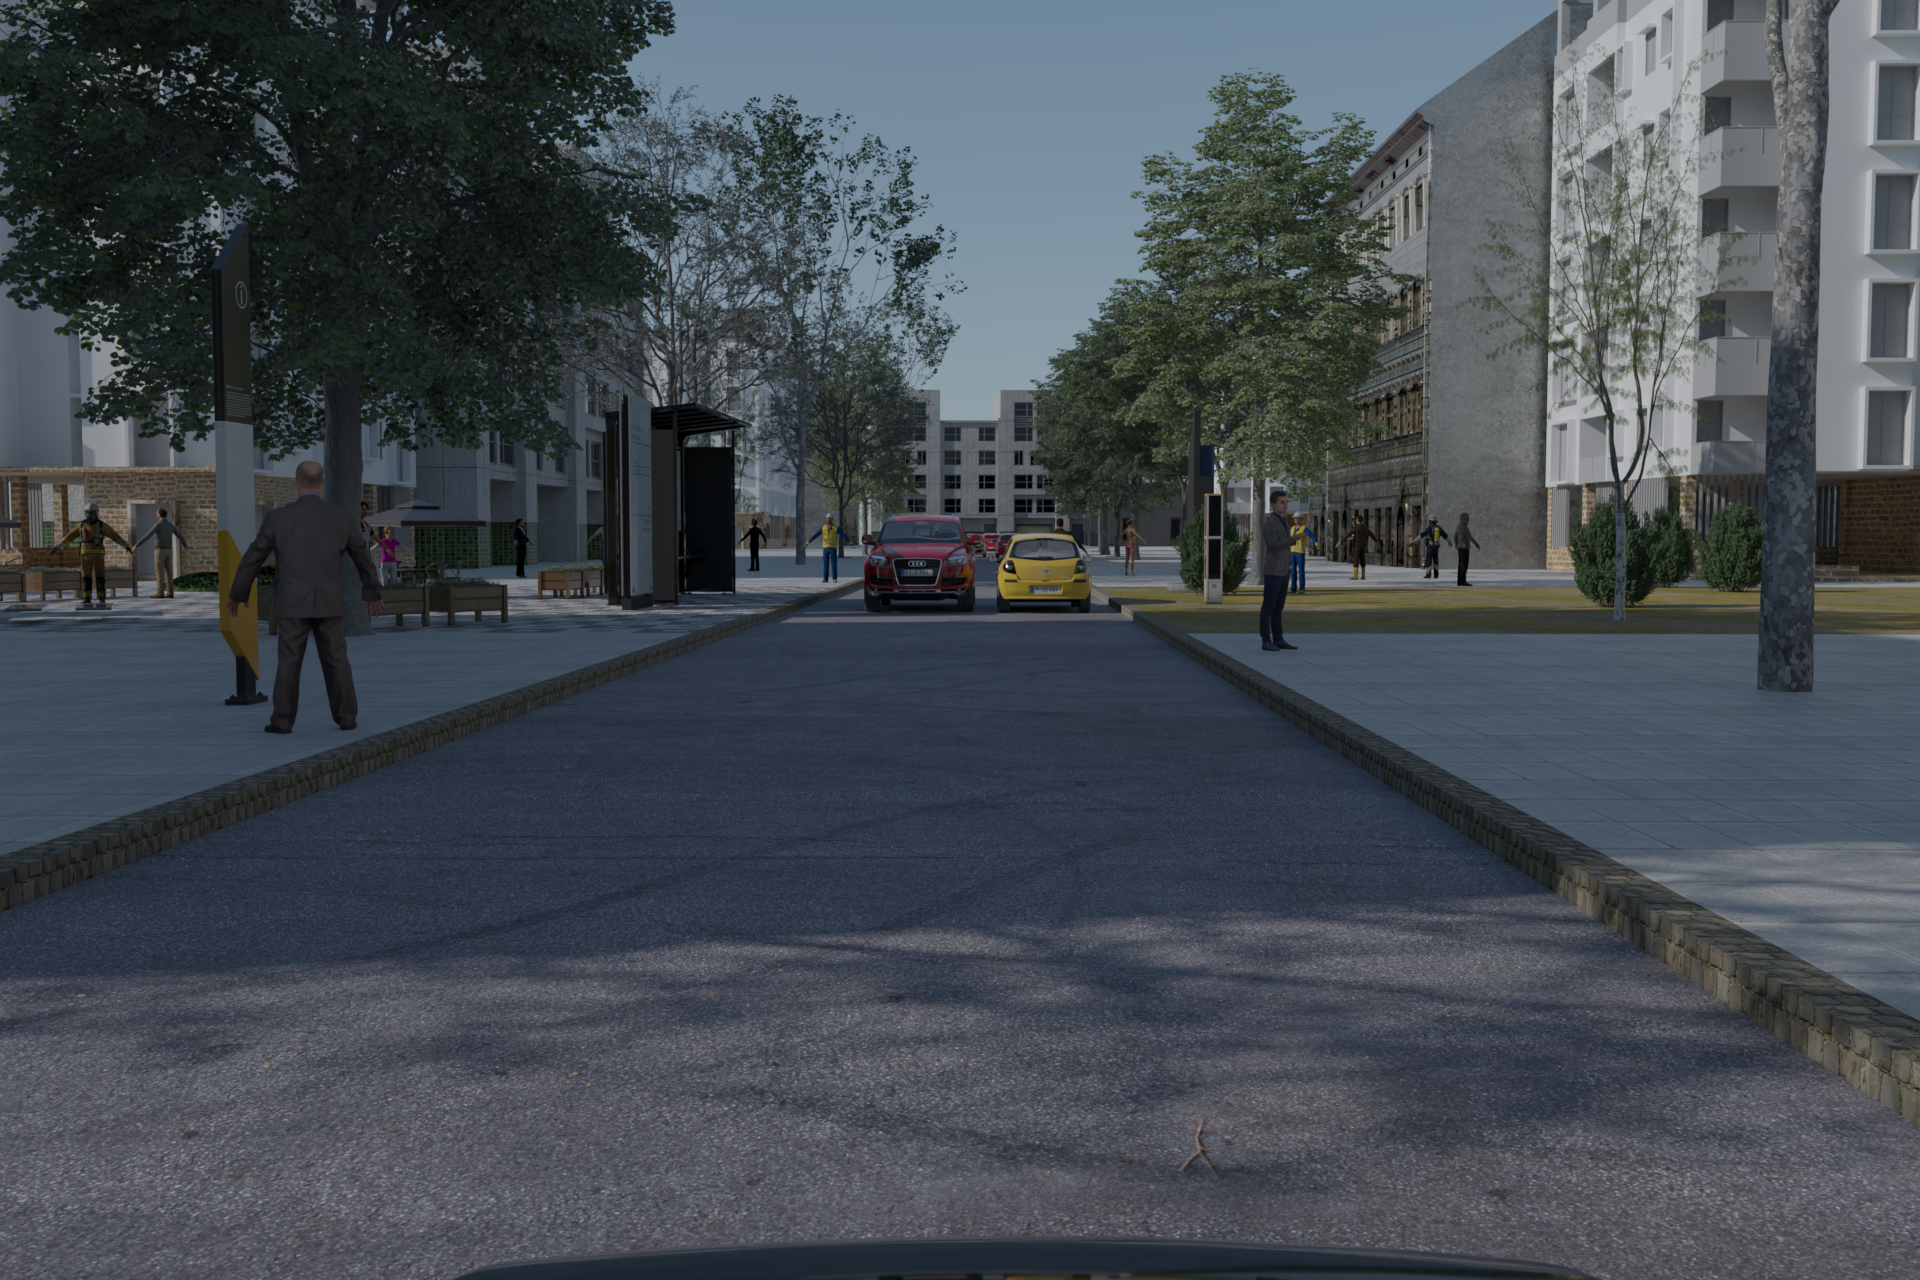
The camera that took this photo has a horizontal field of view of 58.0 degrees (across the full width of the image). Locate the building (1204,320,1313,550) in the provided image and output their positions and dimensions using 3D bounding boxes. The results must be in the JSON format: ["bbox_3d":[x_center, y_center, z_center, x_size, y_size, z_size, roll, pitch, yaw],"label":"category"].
[{"bbox_3d":[26.536,-18.041,151.386,16.016,20.090,11.380,0,4,2],"label":"building"}]

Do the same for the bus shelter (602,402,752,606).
[{"bbox_3d":[-5.433,-2.615,34.031,1.731,3.624,6.357,0,4,2],"label":"bus shelter"}]

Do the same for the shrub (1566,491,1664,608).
[{"bbox_3d":[11.487,-1.588,30.380,1.690,2.028,1.600,0,3,0],"label":"shrub"}]

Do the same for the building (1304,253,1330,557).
[{"bbox_3d":[29.455,-15.912,91.086,19.493,23.208,18.063,0,4,1],"label":"building"}]

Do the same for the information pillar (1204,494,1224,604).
[{"bbox_3d":[4.634,-1.661,31.644,0.304,2.012,0.304,0,4,0],"label":"information pillar"}]

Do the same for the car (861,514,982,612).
[{"bbox_3d":[-0.719,-1.520,33.533,2.281,1.827,5.304,0,4,1],"label":"car"}]

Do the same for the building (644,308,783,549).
[{"bbox_3d":[-21.582,-17.711,146.002,16.016,20.090,11.380,0,4,2],"label":"building"}]

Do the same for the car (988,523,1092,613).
[{"bbox_3d":[1.550,-1.391,32.968,2.015,1.641,3.980,0,4,0],"label":"car"}]

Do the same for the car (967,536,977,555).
[{"bbox_3d":[-0.108,-4.610,87.951,1.945,1.354,3.894,0,4,1],"label":"car"}]

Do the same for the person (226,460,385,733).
[{"bbox_3d":[-4.260,-0.286,11.278,0.990,1.755,0.434,-2,4,-31],"label":"person"}]

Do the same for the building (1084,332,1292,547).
[{"bbox_3d":[27.653,-21.254,191.484,27.936,21.610,32.646,0,4,2],"label":"building"}]

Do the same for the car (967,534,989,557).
[{"bbox_3d":[0.795,-5.988,108.130,2.015,1.641,3.980,0,4,1],"label":"car"}]

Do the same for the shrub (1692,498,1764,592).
[{"bbox_3d":[17.130,-2.095,38.291,1.661,2.075,1.752,0,3,0],"label":"shrub"}]

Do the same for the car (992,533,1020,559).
[{"bbox_3d":[2.900,-5.467,98.433,2.155,1.783,4.494,0,4,1],"label":"car"}]

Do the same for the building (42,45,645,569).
[{"bbox_3d":[-25.804,-12.988,78.806,16.747,18.905,31.486,0,4,1],"label":"building"}]

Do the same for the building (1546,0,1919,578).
[{"bbox_3d":[25.622,-12.364,58.577,16.016,20.090,11.380,0,4,1],"label":"building"}]

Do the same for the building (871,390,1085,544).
[{"bbox_3d":[4.719,-21.412,218.995,31.486,18.905,16.747,0,4,-1],"label":"building"}]

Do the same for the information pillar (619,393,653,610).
[{"bbox_3d":[-5.563,-2.353,29.793,0.184,3.620,1.656,0,4,2],"label":"information pillar"}]

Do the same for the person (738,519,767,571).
[{"bbox_3d":[-7.120,-3.281,59.830,0.705,1.806,1.347,3,5,39],"label":"person"}]

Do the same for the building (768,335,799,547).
[{"bbox_3d":[-21.749,-18.937,166.044,16.016,20.090,11.380,0,4,1],"label":"building"}]

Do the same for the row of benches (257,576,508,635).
[{"bbox_3d":[-7.857,-0.510,23.801,1.422,0.672,4.104,2,4,33],"label":"row of benches"}]

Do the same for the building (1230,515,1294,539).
[{"bbox_3d":[29.883,-19.186,170.108,16.016,20.090,11.380,0,4,2],"label":"building"}]

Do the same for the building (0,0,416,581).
[{"bbox_3d":[-24.586,-11.748,48.497,16.016,20.090,11.380,0,4,1],"label":"building"}]

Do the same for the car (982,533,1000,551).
[{"bbox_3d":[2.238,-6.938,122.480,2.155,1.783,4.494,0,4,1],"label":"car"}]

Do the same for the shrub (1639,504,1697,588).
[{"bbox_3d":[16.865,-2.274,41.597,1.690,2.028,1.600,0,3,0],"label":"shrub"}]

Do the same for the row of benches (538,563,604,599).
[{"bbox_3d":[-7.864,-1.249,35.885,1.422,0.672,4.104,0,4,4],"label":"row of benches"}]

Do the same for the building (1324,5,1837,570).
[{"bbox_3d":[26.137,-14.659,70.611,19.493,23.208,18.063,0,4,1],"label":"building"}]

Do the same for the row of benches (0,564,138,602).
[{"bbox_3d":[-17.744,-1.129,33.916,1.422,0.672,4.104,1,4,17],"label":"row of benches"}]

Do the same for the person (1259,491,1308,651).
[{"bbox_3d":[3.624,-0.762,19.028,0.617,1.759,0.750,-3,5,-45],"label":"person"}]

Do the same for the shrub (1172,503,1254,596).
[{"bbox_3d":[5.286,-1.947,36.256,1.690,2.028,1.600,0,3,0],"label":"shrub"}]

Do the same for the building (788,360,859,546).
[{"bbox_3d":[-21.409,-22.161,193.253,19.493,23.208,18.063,0,4,2],"label":"building"}]

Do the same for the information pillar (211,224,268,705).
[{"bbox_3d":[-5.413,-1.321,12.947,0.183,3.616,0.504,0,4,1],"label":"information pillar"}]
